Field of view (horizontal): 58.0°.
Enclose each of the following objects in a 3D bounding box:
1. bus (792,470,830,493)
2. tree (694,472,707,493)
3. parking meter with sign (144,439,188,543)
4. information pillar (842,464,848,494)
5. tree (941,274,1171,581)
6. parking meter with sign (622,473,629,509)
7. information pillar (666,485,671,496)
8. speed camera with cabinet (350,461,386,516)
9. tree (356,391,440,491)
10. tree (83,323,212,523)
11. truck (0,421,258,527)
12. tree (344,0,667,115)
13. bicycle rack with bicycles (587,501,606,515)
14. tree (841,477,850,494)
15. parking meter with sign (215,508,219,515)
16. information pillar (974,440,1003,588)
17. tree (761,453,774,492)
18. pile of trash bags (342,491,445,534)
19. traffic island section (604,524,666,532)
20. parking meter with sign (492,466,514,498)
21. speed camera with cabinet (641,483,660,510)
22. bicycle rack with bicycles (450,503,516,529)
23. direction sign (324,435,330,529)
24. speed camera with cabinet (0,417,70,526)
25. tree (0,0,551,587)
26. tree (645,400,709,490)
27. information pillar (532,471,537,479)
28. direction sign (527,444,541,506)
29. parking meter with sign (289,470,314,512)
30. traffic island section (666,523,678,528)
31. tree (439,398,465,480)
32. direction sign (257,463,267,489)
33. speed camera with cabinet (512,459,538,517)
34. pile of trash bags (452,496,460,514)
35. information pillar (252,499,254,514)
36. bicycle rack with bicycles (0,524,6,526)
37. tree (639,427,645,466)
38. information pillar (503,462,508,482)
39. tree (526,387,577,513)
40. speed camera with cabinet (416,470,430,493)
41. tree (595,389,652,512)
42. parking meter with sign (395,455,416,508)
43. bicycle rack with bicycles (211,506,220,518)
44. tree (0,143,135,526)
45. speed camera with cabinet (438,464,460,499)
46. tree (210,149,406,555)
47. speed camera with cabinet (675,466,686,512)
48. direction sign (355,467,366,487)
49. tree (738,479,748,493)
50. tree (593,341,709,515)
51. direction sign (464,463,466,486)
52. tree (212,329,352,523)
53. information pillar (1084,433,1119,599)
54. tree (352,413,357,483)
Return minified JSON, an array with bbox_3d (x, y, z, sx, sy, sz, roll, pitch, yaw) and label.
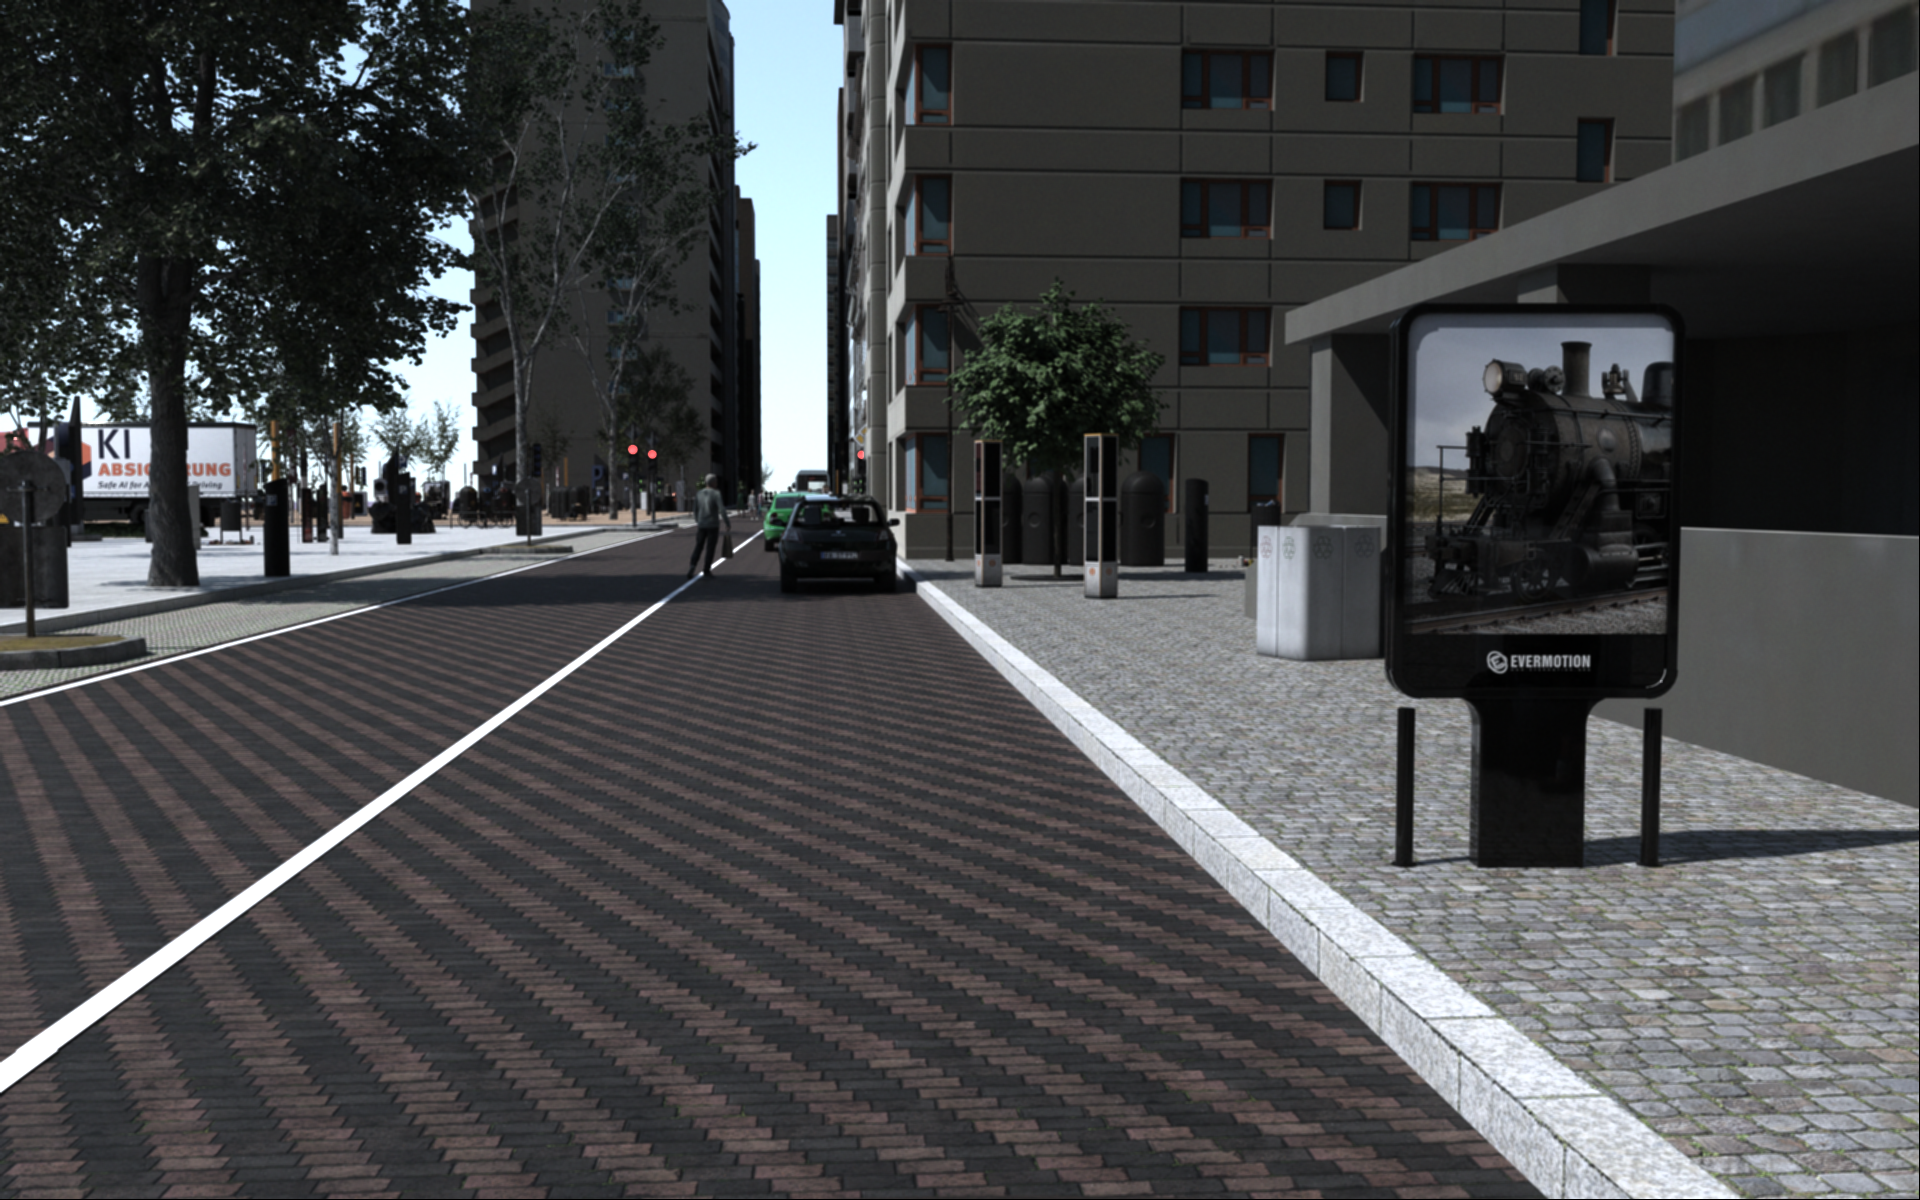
[{"bbox_3d":[-11.760,-8.686,136.871,2.948,3.499,13.247,0,4,-6],"label":"bus"},{"bbox_3d":[-22.153,-9.433,148.830,1.663,3.219,1.824,0,3,0],"label":"tree"},{"bbox_3d":[-21.324,-3.071,46.479,0.543,3.016,1.738,0,4,-1],"label":"parking meter with sign"},{"bbox_3d":[-9.084,-8.905,136.947,0.504,3.616,0.183,2,4,28],"label":"information pillar"},{"bbox_3d":[1.450,-2.597,26.169,4.285,4.588,4.351,0,3,0],"label":"tree"},{"bbox_3d":[-27.491,-8.952,142.625,0.543,3.016,1.738,-1,4,-12],"label":"parking meter with sign"},{"bbox_3d":[-23.027,-8.095,136.848,0.304,2.012,0.304,3,5,42],"label":"information pillar"},{"bbox_3d":[-34.833,-6.576,101.849,2.038,3.252,0.660,-1,4,-15],"label":"speed camera with cabinet"},{"bbox_3d":[-38.807,-10.360,119.746,4.737,8.622,4.395,0,3,0],"label":"tree"},{"bbox_3d":[-35.486,-7.585,74.369,4.737,8.622,4.395,0,3,0],"label":"tree"},{"bbox_3d":[-33.761,-4.847,68.162,11.283,4.237,2.839,0,4,-3],"label":"truck"},{"bbox_3d":[-13.527,-12.303,57.050,12.611,20.169,13.585,0,3,0],"label":"tree"},{"bbox_3d":[-23.369,-5.707,106.691,2.852,0.926,2.925,-2,4,-31],"label":"bicycle rack with bicycles"},{"bbox_3d":[-9.782,-9.665,152.632,1.663,3.219,1.824,0,3,0],"label":"tree"},{"bbox_3d":[-42.431,-6.262,98.649,0.543,3.016,1.738,-1,4,-21],"label":"parking meter with sign"},{"bbox_3d":[0.392,-1.180,23.779,0.304,2.012,0.304,-1,4,-20],"label":"information pillar"},{"bbox_3d":[-35.207,-21.801,306.810,4.360,8.622,3.978,0,3,0],"label":"tree"},{"bbox_3d":[-18.902,-2.875,56.761,3.447,1.369,1.912,1,4,9],"label":"pile of trash bags"},{"bbox_3d":[-12.533,-2.710,66.583,2.009,0.180,2.903,0,4,-5],"label":"traffic island section"},{"bbox_3d":[-27.955,-6.775,107.033,1.738,3.016,0.543,-3,5,-42],"label":"parking meter with sign"},{"bbox_3d":[-24.675,-8.785,137.968,0.660,3.252,2.038,1,4,20],"label":"speed camera with cabinet"},{"bbox_3d":[-17.835,-3.159,65.037,2.925,0.926,2.852,2,4,30],"label":"bicycle rack with bicycles"},{"bbox_3d":[-23.360,-4.395,63.855,0.379,3.537,0.876,-2,4,-26],"label":"direction sign"},{"bbox_3d":[-23.829,-3.058,44.330,2.038,3.252,0.660,1,4,13],"label":"speed camera with cabinet"},{"bbox_3d":[-10.907,-7.169,23.861,9.857,13.997,8.962,0,3,0],"label":"tree"},{"bbox_3d":[-21.078,-11.054,131.095,4.360,8.622,3.978,0,3,0],"label":"tree"},{"bbox_3d":[-36.197,-9.566,147.756,0.504,3.616,0.183,-1,4,-18],"label":"information pillar"},{"bbox_3d":[-19.212,-5.241,77.683,0.876,3.537,0.379,-2,4,-35],"label":"direction sign"},{"bbox_3d":[-48.267,-7.987,126.855,1.738,3.016,0.543,-2,4,-28],"label":"parking meter with sign"},{"bbox_3d":[-13.206,-3.196,74.540,2.009,0.180,2.903,0,4,-5],"label":"traffic island section"},{"bbox_3d":[-39.213,-11.009,130.363,4.737,8.622,4.395,0,3,0],"label":"tree"},{"bbox_3d":[-49.847,-8.039,123.434,0.876,3.537,0.379,0,4,4],"label":"direction sign"},{"bbox_3d":[-24.612,-6.261,96.711,2.038,3.252,0.660,-2,4,-30],"label":"speed camera with cabinet"},{"bbox_3d":[-33.339,-6.183,110.850,3.447,1.369,1.912,0,4,-3],"label":"pile of trash bags"},{"bbox_3d":[-44.398,-6.394,109.028,0.304,2.012,0.304,-2,4,-31],"label":"information pillar"},{"bbox_3d":[-17.695,-1.030,30.215,2.925,0.926,2.852,-1,4,-10],"label":"bicycle rack with bicycles"},{"bbox_3d":[-24.516,-11.783,143.018,4.360,8.622,3.978,0,3,0],"label":"tree"},{"bbox_3d":[-33.085,-8.248,126.206,0.504,3.616,0.183,3,5,43],"label":"information pillar"},{"bbox_3d":[-28.588,-10.375,119.991,4.360,8.622,3.978,0,3,0],"label":"tree"},{"bbox_3d":[-42.485,-8.684,136.322,2.038,3.252,0.660,-1,4,-21],"label":"speed camera with cabinet"},{"bbox_3d":[-23.050,-10.403,120.458,4.737,8.622,4.395,0,3,0],"label":"tree"},{"bbox_3d":[-24.592,-4.951,77.204,0.543,3.016,1.738,-3,4,-38],"label":"parking meter with sign"},{"bbox_3d":[-40.471,-4.871,93.030,2.925,0.926,2.852,-1,4,-16],"label":"bicycle rack with bicycles"},{"bbox_3d":[-18.970,-5.179,35.037,4.360,8.622,3.978,0,3,0],"label":"tree"},{"bbox_3d":[-33.423,-7.358,114.632,2.038,3.252,0.660,0,4,-7],"label":"speed camera with cabinet"},{"bbox_3d":[-13.325,-5.259,36.344,4.360,8.622,3.978,0,3,0],"label":"tree"},{"bbox_3d":[-19.752,-7.835,122.434,0.660,3.252,2.038,0,4,-5],"label":"speed camera with cabinet"},{"bbox_3d":[-49.741,-9.284,143.797,0.876,3.537,0.379,0,4,-6],"label":"direction sign"},{"bbox_3d":[-28.222,-14.011,223.679,1.663,3.219,1.824,0,3,0],"label":"tree"},{"bbox_3d":[-18.529,-10.404,104.514,7.601,10.594,8.767,-3,5,-39],"label":"tree"},{"bbox_3d":[-36.087,-8.219,126.378,0.379,3.537,0.876,-1,4,-21],"label":"direction sign"},{"bbox_3d":[-29.546,-7.665,75.689,4.737,8.622,4.395,0,3,0],"label":"tree"},{"bbox_3d":[1.729,-1.022,21.210,0.304,2.012,0.304,-3,4,-39],"label":"information pillar"},{"bbox_3d":[-44.628,-10.759,126.265,4.737,8.622,4.395,0,3,0],"label":"tree"}]
